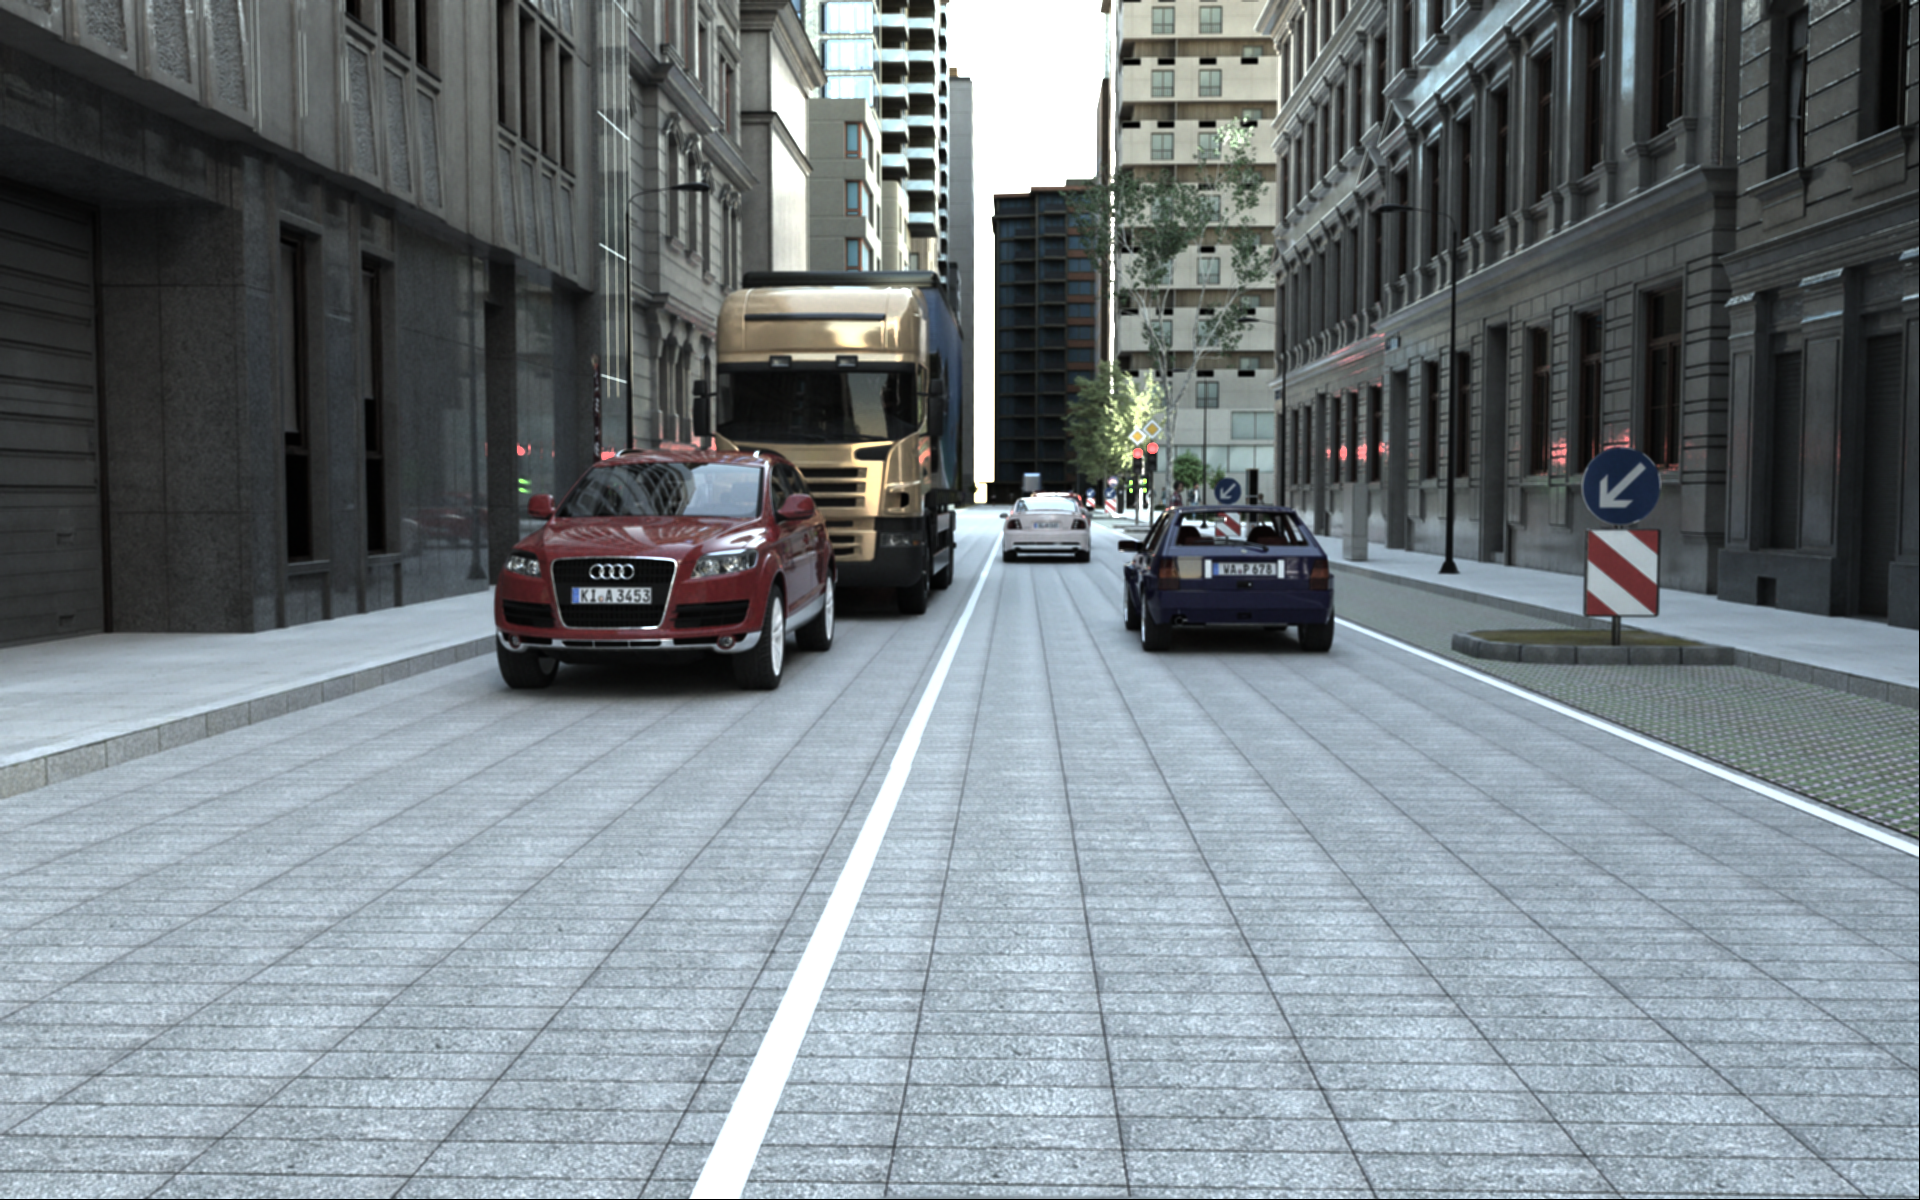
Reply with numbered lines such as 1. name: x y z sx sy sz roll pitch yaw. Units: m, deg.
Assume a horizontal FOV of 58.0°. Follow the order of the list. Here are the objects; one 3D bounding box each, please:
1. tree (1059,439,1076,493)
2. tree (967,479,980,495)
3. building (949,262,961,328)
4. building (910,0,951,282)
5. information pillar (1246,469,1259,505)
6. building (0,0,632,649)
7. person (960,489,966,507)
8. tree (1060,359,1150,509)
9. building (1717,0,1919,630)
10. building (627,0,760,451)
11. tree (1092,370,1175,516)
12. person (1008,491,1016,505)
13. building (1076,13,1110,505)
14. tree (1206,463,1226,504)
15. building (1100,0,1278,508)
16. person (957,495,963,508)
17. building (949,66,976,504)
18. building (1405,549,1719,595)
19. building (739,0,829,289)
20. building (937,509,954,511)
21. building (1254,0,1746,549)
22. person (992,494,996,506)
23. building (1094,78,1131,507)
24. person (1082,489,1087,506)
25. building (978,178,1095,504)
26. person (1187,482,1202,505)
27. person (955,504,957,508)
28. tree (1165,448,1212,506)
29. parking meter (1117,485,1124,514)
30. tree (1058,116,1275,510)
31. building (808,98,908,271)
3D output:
1. tree: 14.961 -16.808 225.177 4.360 8.622 3.978 0 3 0
2. tree: 1.872 -13.765 219.662 1.663 3.219 1.824 0 3 0
3. building: -6.937 -27.214 216.652 14.107 30.474 14.160 0 4 2
4. building: -15.664 -34.998 161.462 28.713 52.752 27.495 0 4 2
5. information pillar: 8.517 -2.815 50.522 0.304 2.012 0.304 0 4 -6
6. building: -11.984 -12.323 19.506 12.078 24.808 19.932 0 4 2
7. person: 0.285 -10.273 174.448 0.683 1.767 0.568 1 4 16
8. tree: 12.293 -13.902 145.430 7.486 12.596 7.792 0 3 0
9. building: 13.566 -9.918 11.318 9.793 20.994 18.267 0 4 2
10. building: -13.104 -15.531 41.319 14.401 28.519 23.554 0 4 2
11. tree: 10.391 -9.223 101.156 4.737 8.622 4.395 0 3 0
12. person: 6.554 -12.956 220.338 1.348 1.824 0.705 -2 4 -30
13. building: 25.582 -54.549 204.542 22.319 86.520 31.000 0 4 2
14. tree: 16.519 -7.038 109.669 1.663 3.219 1.824 0 3 0
15. building: 27.953 -35.024 161.874 28.713 52.752 27.495 0 4 2
16. person: -0.194 -9.672 164.892 1.217 1.736 0.721 -2 4 -35
17. building: -11.974 -42.849 242.577 28.212 58.520 21.231 0 4 2
18. building: 14.791 -11.912 30.912 11.583 22.565 21.152 0 4 2
19. building: -14.599 -11.856 58.465 19.286 19.102 10.561 0 4 2
20. building: -11.396 -49.997 130.117 22.319 86.520 31.000 0 4 2
21. building: 16.084 -13.226 52.408 11.583 22.565 21.152 0 4 2
22. person: 3.978 -11.915 206.504 0.628 1.438 0.799 -2 4 -24
23. building: 21.508 -32.615 183.368 14.600 45.320 14.200 0 4 2
24. person: 13.364 -10.966 185.348 0.705 1.822 1.348 2 4 30
25. building: 17.199 -35.970 242.741 28.867 44.769 22.147 0 4 2
26. person: 11.028 -4.583 80.952 0.794 1.824 0.713 -1 4 -14
27. person: -0.565 -9.231 157.411 0.683 1.767 0.568 1 4 17
28. tree: 15.842 -8.400 121.054 4.285 4.588 4.351 0 3 0
29. parking meter: 10.302 -6.468 111.464 0.399 1.863 0.255 -1 4 -10
30. tree: 11.657 -14.140 87.086 12.611 20.169 13.585 0 3 0
31. building: -17.432 -15.027 90.724 27.650 21.520 28.899 0 4 2
